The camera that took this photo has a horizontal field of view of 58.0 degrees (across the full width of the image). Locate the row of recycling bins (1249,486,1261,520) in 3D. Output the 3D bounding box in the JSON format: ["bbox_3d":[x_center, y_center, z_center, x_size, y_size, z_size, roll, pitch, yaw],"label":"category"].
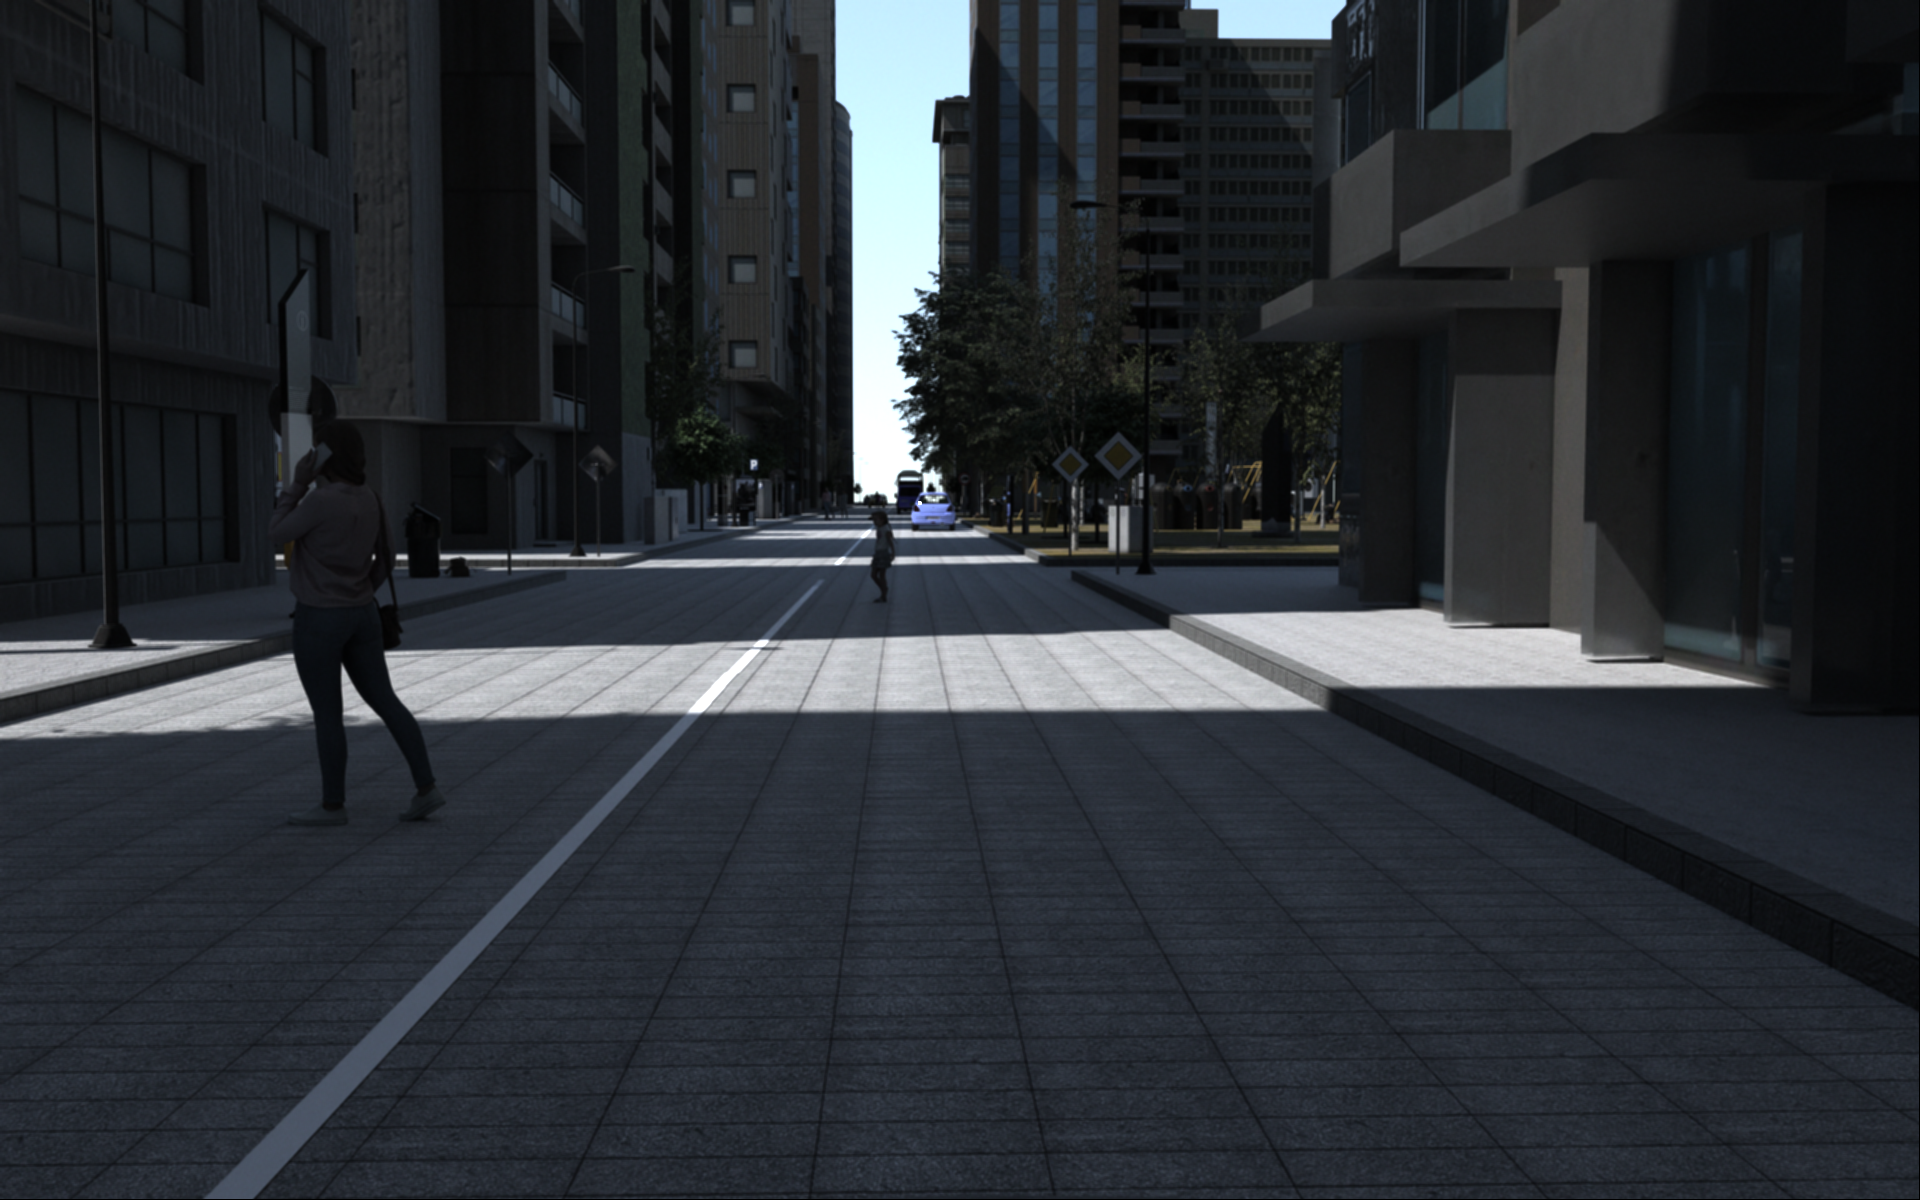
[{"bbox_3d":[13.640,-4.827,86.042,3.534,1.692,1.069,-1,4,-9],"label":"row of recycling bins"}]

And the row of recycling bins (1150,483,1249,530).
[{"bbox_3d":[8.454,-3.377,62.334,3.534,1.692,1.069,-1,4,-16],"label":"row of recycling bins"}]

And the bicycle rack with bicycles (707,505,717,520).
[{"bbox_3d":[-13.714,-4.359,84.652,2.852,0.926,2.925,-2,4,-33],"label":"bicycle rack with bicycles"}]

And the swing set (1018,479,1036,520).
[{"bbox_3d":[4.806,-5.423,86.285,2.862,2.851,3.119,-1,4,-22],"label":"swing set"}]

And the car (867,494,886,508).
[{"bbox_3d":[-8.766,-10.521,182.244,2.015,1.641,3.980,0,4,-1],"label":"car"}]

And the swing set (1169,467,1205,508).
[{"bbox_3d":[13.493,-6.423,102.634,2.862,2.851,3.119,-2,4,-26],"label":"swing set"}]

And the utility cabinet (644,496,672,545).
[{"bbox_3d":[-7.795,-2.036,44.447,0.306,1.237,1.020,1,4,11],"label":"utility cabinet"}]

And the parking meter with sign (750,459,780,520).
[{"bbox_3d":[-9.824,-5.583,87.539,0.543,3.016,1.738,2,4,35],"label":"parking meter with sign"}]

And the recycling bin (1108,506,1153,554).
[{"bbox_3d":[3.715,-1.536,37.675,0.722,1.027,0.722,-2,4,-33],"label":"recycling bin"}]

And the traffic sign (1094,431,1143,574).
[{"bbox_3d":[2.519,-1.467,27.622,0.795,2.450,0.064,0,4,-2],"label":"traffic sign"}]

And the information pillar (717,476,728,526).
[{"bbox_3d":[-9.540,-3.980,69.566,0.304,2.012,0.304,2,4,30],"label":"information pillar"}]

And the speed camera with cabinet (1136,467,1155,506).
[{"bbox_3d":[8.862,-5.076,77.325,2.038,3.252,0.660,3,4,37],"label":"speed camera with cabinet"}]

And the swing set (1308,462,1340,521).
[{"bbox_3d":[17.993,-5.067,80.458,2.862,2.851,3.119,-1,4,-9],"label":"swing set"}]

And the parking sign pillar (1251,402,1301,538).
[{"bbox_3d":[9.363,-3.839,51.245,1.447,3.967,1.447,-1,4,-12],"label":"parking sign pillar"}]

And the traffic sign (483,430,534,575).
[{"bbox_3d":[-7.121,-1.449,27.335,0.795,2.450,0.064,0,4,-2],"label":"traffic sign"}]

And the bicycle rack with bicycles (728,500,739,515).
[{"bbox_3d":[-14.032,-5.532,103.836,2.925,0.926,2.852,-3,5,-45],"label":"bicycle rack with bicycles"}]

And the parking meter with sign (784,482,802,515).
[{"bbox_3d":[-10.452,-6.674,105.382,1.738,3.016,0.543,2,4,26],"label":"parking meter with sign"}]

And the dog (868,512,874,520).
[{"bbox_3d":[-4.876,-4.667,96.497,0.550,0.427,0.748,0,4,7],"label":"dog"}]

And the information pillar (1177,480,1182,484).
[{"bbox_3d":[11.687,-5.345,91.877,0.304,2.012,0.304,0,4,5],"label":"information pillar"}]

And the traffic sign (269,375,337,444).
[{"bbox_3d":[-6.945,-1.113,18.303,0.768,2.556,0.104,0,4,8],"label":"traffic sign"}]

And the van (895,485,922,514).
[{"bbox_3d":[-3.620,-7.387,125.156,2.240,2.365,5.245,0,4,-2],"label":"van"}]

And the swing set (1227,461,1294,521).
[{"bbox_3d":[14.472,-5.260,83.620,2.862,2.851,3.119,0,4,3],"label":"swing set"}]

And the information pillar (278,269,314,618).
[{"bbox_3d":[-6.833,-1.622,17.872,0.183,3.616,0.504,1,4,8],"label":"information pillar"}]

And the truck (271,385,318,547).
[{"bbox_3d":[-17.519,-2.562,30.807,11.283,4.237,2.839,0,4,-4],"label":"truck"}]

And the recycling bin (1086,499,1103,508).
[{"bbox_3d":[7.479,-5.116,96.198,0.722,1.027,0.722,2,4,27],"label":"recycling bin"}]

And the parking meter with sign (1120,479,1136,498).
[{"bbox_3d":[9.753,-6.320,99.588,0.543,3.016,1.738,-2,4,-34],"label":"parking meter with sign"}]

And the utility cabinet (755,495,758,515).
[{"bbox_3d":[-13.050,-5.902,107.656,1.020,1.237,0.306,-2,4,-31],"label":"utility cabinet"}]

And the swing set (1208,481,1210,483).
[{"bbox_3d":[16.188,-6.103,97.400,2.862,2.851,3.119,-2,4,-26],"label":"swing set"}]

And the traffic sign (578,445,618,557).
[{"bbox_3d":[-7.376,-1.937,35.316,0.795,2.450,0.064,0,4,-2],"label":"traffic sign"}]

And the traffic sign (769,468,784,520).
[{"bbox_3d":[-9.092,-5.247,85.888,0.768,2.556,0.104,0,4,4],"label":"traffic sign"}]

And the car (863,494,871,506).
[{"bbox_3d":[-10.802,-12.137,210.444,2.014,1.417,4.499,0,4,0],"label":"car"}]

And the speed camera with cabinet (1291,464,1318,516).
[{"bbox_3d":[20.062,-6.576,101.852,0.660,3.252,2.038,-3,5,-42],"label":"speed camera with cabinet"}]

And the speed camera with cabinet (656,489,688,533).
[{"bbox_3d":[-9.862,-3.792,56.333,2.038,3.252,0.660,-3,5,-45],"label":"speed camera with cabinet"}]

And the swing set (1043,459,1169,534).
[{"bbox_3d":[4.738,-3.635,57.051,3.119,2.851,2.862,-1,4,-21],"label":"swing set"}]

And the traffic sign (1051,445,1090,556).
[{"bbox_3d":[2.264,-1.955,35.603,0.795,2.450,0.064,0,4,-2],"label":"traffic sign"}]

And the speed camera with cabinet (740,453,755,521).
[{"bbox_3d":[-10.149,-5.408,82.751,0.660,3.252,2.038,-1,4,-10],"label":"speed camera with cabinet"}]

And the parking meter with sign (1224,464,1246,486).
[{"bbox_3d":[16.144,-6.344,99.988,1.738,3.016,0.543,2,4,32],"label":"parking meter with sign"}]

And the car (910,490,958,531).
[{"bbox_3d":[-1.029,-3.587,68.243,1.945,1.707,3.694,0,4,0],"label":"car"}]

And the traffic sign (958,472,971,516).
[{"bbox_3d":[0.271,-6.177,101.100,0.768,2.556,0.104,0,4,-1],"label":"traffic sign"}]

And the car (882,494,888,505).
[{"bbox_3d":[-10.136,-12.905,219.798,1.959,1.807,4.718,0,4,-1],"label":"car"}]
